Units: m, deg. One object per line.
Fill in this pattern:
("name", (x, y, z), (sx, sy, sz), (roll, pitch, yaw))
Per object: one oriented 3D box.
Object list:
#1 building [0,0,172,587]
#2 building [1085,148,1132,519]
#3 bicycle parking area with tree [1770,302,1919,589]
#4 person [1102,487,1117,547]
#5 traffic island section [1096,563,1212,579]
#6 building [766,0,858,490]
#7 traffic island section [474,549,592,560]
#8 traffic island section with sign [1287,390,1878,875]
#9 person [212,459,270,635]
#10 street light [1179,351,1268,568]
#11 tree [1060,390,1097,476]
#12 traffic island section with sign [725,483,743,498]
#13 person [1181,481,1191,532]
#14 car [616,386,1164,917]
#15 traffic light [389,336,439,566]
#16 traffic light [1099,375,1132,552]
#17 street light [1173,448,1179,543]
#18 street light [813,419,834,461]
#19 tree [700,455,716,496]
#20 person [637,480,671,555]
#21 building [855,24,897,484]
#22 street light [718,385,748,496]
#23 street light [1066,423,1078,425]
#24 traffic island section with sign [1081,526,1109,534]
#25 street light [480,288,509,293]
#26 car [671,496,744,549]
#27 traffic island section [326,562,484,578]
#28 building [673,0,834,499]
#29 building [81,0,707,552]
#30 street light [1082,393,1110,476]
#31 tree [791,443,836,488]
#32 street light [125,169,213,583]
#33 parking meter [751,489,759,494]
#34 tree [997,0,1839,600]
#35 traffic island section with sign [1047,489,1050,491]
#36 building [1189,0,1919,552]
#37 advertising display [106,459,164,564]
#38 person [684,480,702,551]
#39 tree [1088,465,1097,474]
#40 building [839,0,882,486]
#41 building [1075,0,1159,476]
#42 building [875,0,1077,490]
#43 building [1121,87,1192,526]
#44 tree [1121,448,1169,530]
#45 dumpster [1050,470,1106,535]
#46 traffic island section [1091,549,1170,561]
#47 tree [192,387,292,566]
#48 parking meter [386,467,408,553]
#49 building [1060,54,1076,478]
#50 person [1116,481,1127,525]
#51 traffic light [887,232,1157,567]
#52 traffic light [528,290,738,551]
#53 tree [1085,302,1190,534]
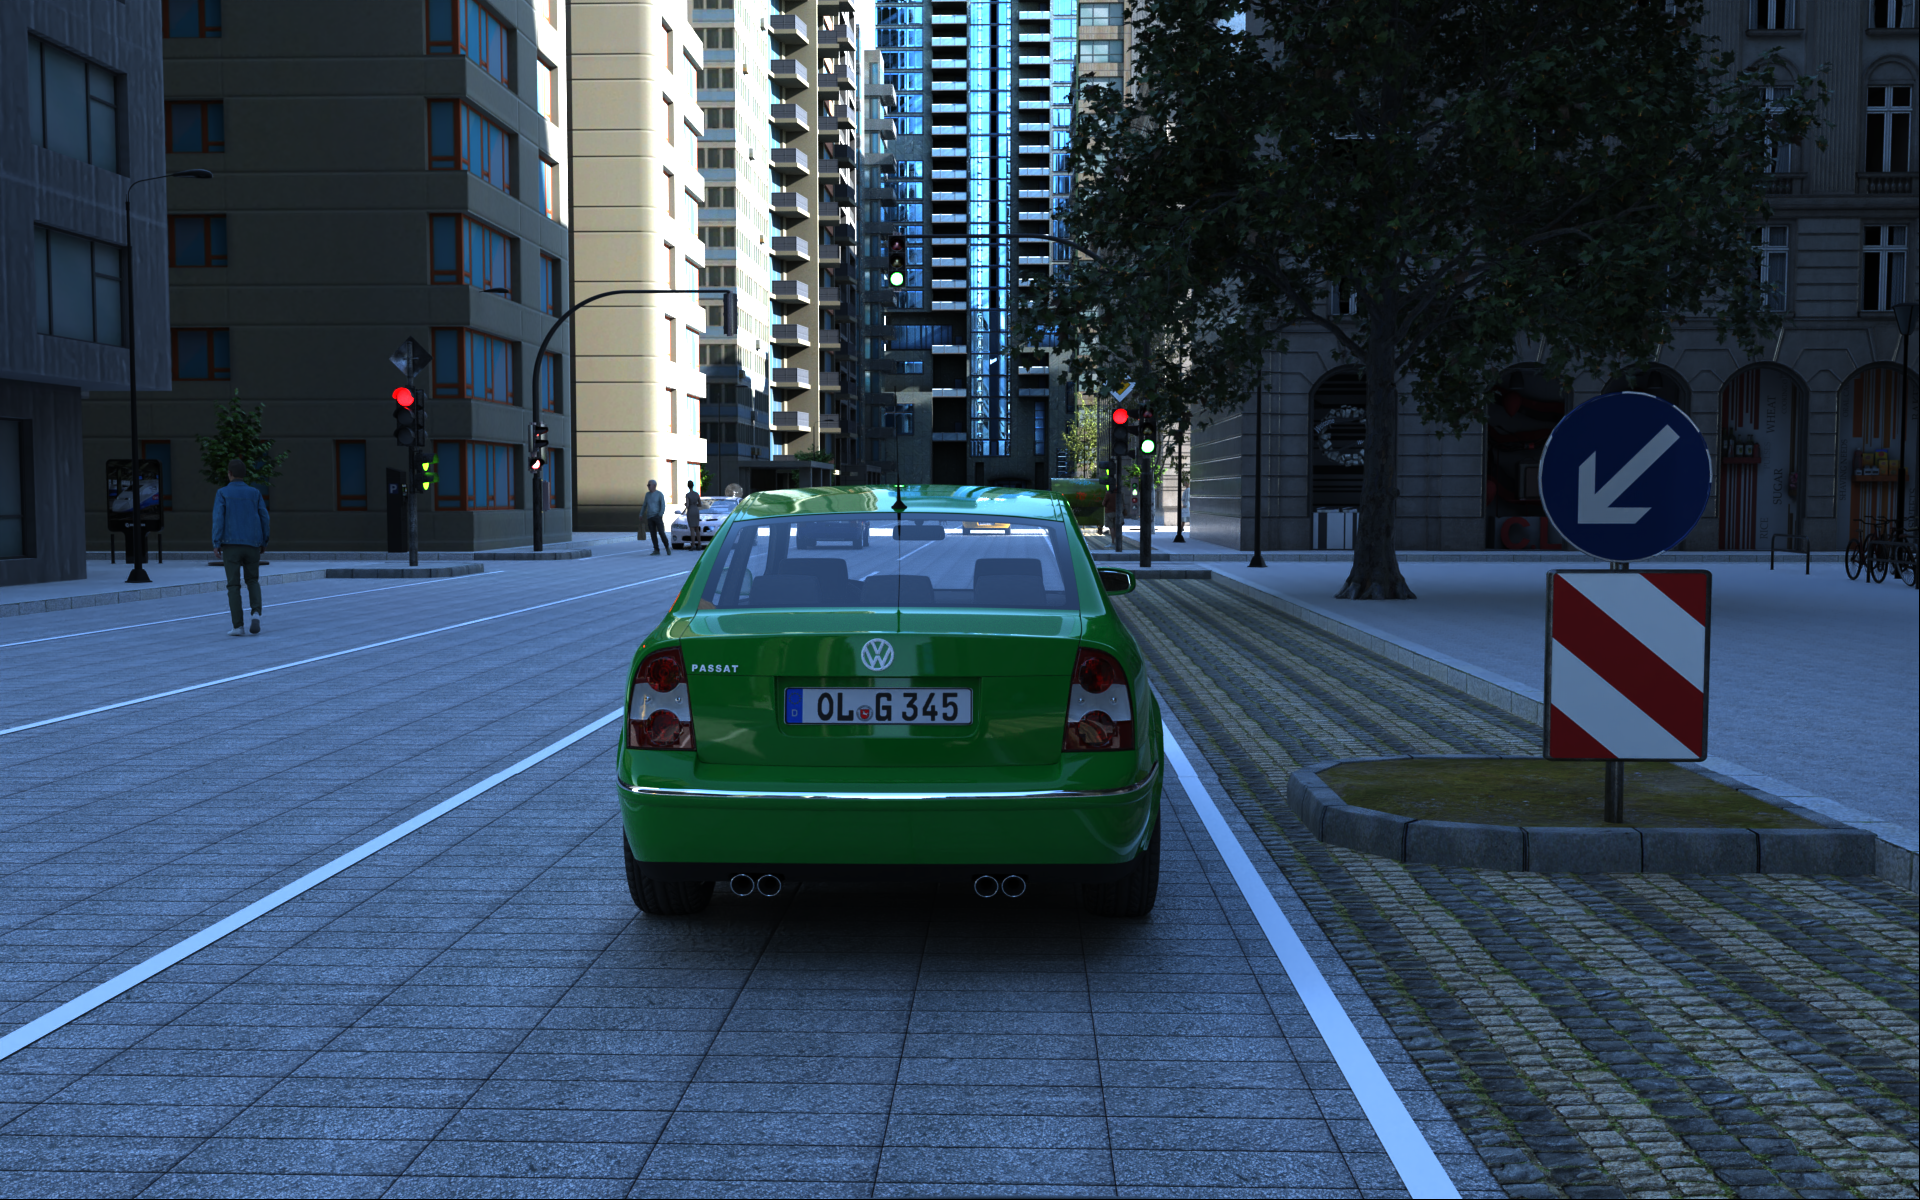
("building", (-19.257, -20.692, 21.913), (14.086, 41.232, 14.154), (0, 4, 2))
("building", (14.391, -15.863, 101.168), (13.314, 21.916, 24.055), (0, 4, 2))
("bicycle parking area with tree", (16.728, -2.361, 25.605), (8.231, 4.147, 9.016), (1, 4, 21))
("person", (4.066, -2.316, 46.334), (0.573, 1.828, 0.580), (-1, 4, -10))
("traffic island section", (3.270, -0.499, 30.445), (2.009, 0.180, 2.903), (0, 4, 2))
("building", (-19.397, -29.003, 128.829), (22.147, 44.769, 28.867), (0, 4, 2))
("traffic island section", (-9.488, -1.015, 38.878), (2.009, 0.180, 2.903), (0, 4, 2))
("traffic island section with sign", (2.482, 0.072, 7.453), (1.989, 1.847, 2.006), (0, 4, 2))
("person", (-7.272, -0.531, 17.528), (0.601, 1.785, 0.444), (-3, 4, -38))
("street light", (4.686, -3.531, 30.269), (1.470, 5.913, 1.316), (0, 4, 2))
("tree", (8.921, -10.333, 119.307), (4.737, 8.622, 4.395), (0, 3, 0))
("traffic island section with sign", (-8.303, -3.353, 63.455), (1.989, 1.847, 2.006), (0, 4, 2))
("person", (7.526, -3.112, 57.269), (0.624, 1.780, 0.694), (1, 4, 21))
("car", (-0.193, 0.095, 7.249), (1.959, 1.807, 4.718), (0, 4, 1))
("traffic light", (-9.724, -2.559, 30.761), (0.839, 4.253, 0.868), (0, 4, 2))
("traffic light", (3.506, -3.021, 38.313), (0.839, 4.253, 0.868), (0, 4, 2))
("street light", (5.278, -4.481, 45.812), (1.470, 5.913, 1.316), (0, 4, 2))
("street light", (-8.523, -8.260, 107.584), (1.470, 5.913, 1.316), (0, 4, 2))
("tree", (-11.385, -4.944, 75.444), (1.663, 3.219, 1.824), (0, 3, 0))
("person", (-7.194, -1.930, 40.541), (0.782, 1.767, 0.515), (2, 4, 24))
("building", (-22.052, -34.165, 178.207), (30.456, 49.044, 23.786), (0, 4, 2))
("street light", (-9.712, -6.195, 73.822), (1.470, 5.913, 1.316), (0, 4, 2))
("street light", (7.572, -8.587, 112.932), (1.470, 5.913, 1.316), (0, 4, 2))
("traffic island section with sign", (4.405, -3.343, 63.288), (1.989, 1.847, 2.006), (0, 4, 2))
("street light", (-10.837, -4.072, 39.123), (1.470, 5.913, 1.316), (0, 4, 2))
("car", (-6.573, -2.101, 46.715), (2.083, 1.381, 4.827), (0, 4, 1))
("traffic island section", (-9.763, -0.527, 30.897), (2.009, 0.180, 2.903), (0, 4, 2))
("building", (-23.595, -24.618, 94.378), (32.217, 40.220, 23.993), (0, 4, 2))
("building", (-24.162, -12.710, 52.850), (27.650, 21.520, 28.899), (0, 4, 2))
("street light", (6.305, -6.534, 79.376), (1.470, 5.913, 1.316), (0, 4, 2))
("tree", (-9.477, -7.860, 112.229), (4.285, 4.588, 4.351), (0, 3, 0))
("street light", (-11.386, -3.205, 24.945), (1.470, 5.913, 1.316), (0, 4, 2))
("parking meter", (-9.536, -4.406, 80.453), (0.372, 1.533, 0.369), (0, 3, 0))
("tree", (5.260, -6.363, 21.038), (9.611, 12.733, 9.660), (0, 3, 0))
("traffic island section with sign", (7.982, -9.690, 167.059), (1.989, 1.847, 2.006), (0, 4, 2))
("building", (18.053, -12.355, 43.812), (24.055, 21.916, 13.314), (0, 4, 2))
("advertising display", (-15.217, -1.636, 31.966), (0.974, 1.923, 0.123), (0, 4, -4))
("person", (-6.731, -2.124, 43.576), (0.374, 1.781, 0.599), (3, 5, 40))
("tree", (9.147, -7.410, 115.750), (1.663, 3.219, 1.824), (0, 3, 0))
("building", (-17.597, -43.695, 152.668), (20.563, 71.187, 20.611), (0, 4, 2))
("building", (15.482, -27.147, 127.448), (14.154, 41.232, 14.086), (0, 4, 2))
("building", (2.027, -54.661, 206.384), (31.000, 86.520, 22.319), (0, 4, 2))
("building", (13.442, -14.799, 78.120), (11.583, 22.565, 21.152), (0, 4, 2))
("tree", (6.526, -4.104, 61.701), (1.663, 3.219, 1.824), (0, 3, 0))
("dumpster", (4.112, -3.402, 60.574), (1.985, 2.255, 1.502), (0, 3, 0))
("traffic island section", (3.545, -0.987, 38.425), (2.009, 0.180, 2.903), (0, 4, 2))
("tree", (-12.921, -2.243, 31.276), (1.663, 3.219, 1.824), (0, 3, 0))
("parking meter", (-12.305, -1.968, 37.881), (0.399, 1.863, 0.255), (1, 4, 12))
("building", (22.209, -33.858, 173.183), (23.786, 49.044, 30.456), (0, 4, 2))
("person", (6.477, -3.970, 71.056), (0.694, 1.812, 0.767), (-1, 4, -19))
("traffic light", (1.137, -3.400, 30.263), (4.771, 5.953, 1.251), (0, 4, 2))
("traffic light", (-7.355, -3.917, 38.705), (4.771, 5.953, 1.251), (0, 4, 2))
("tree", (6.084, -6.390, 54.844), (4.360, 8.622, 3.978), (0, 3, 0))
